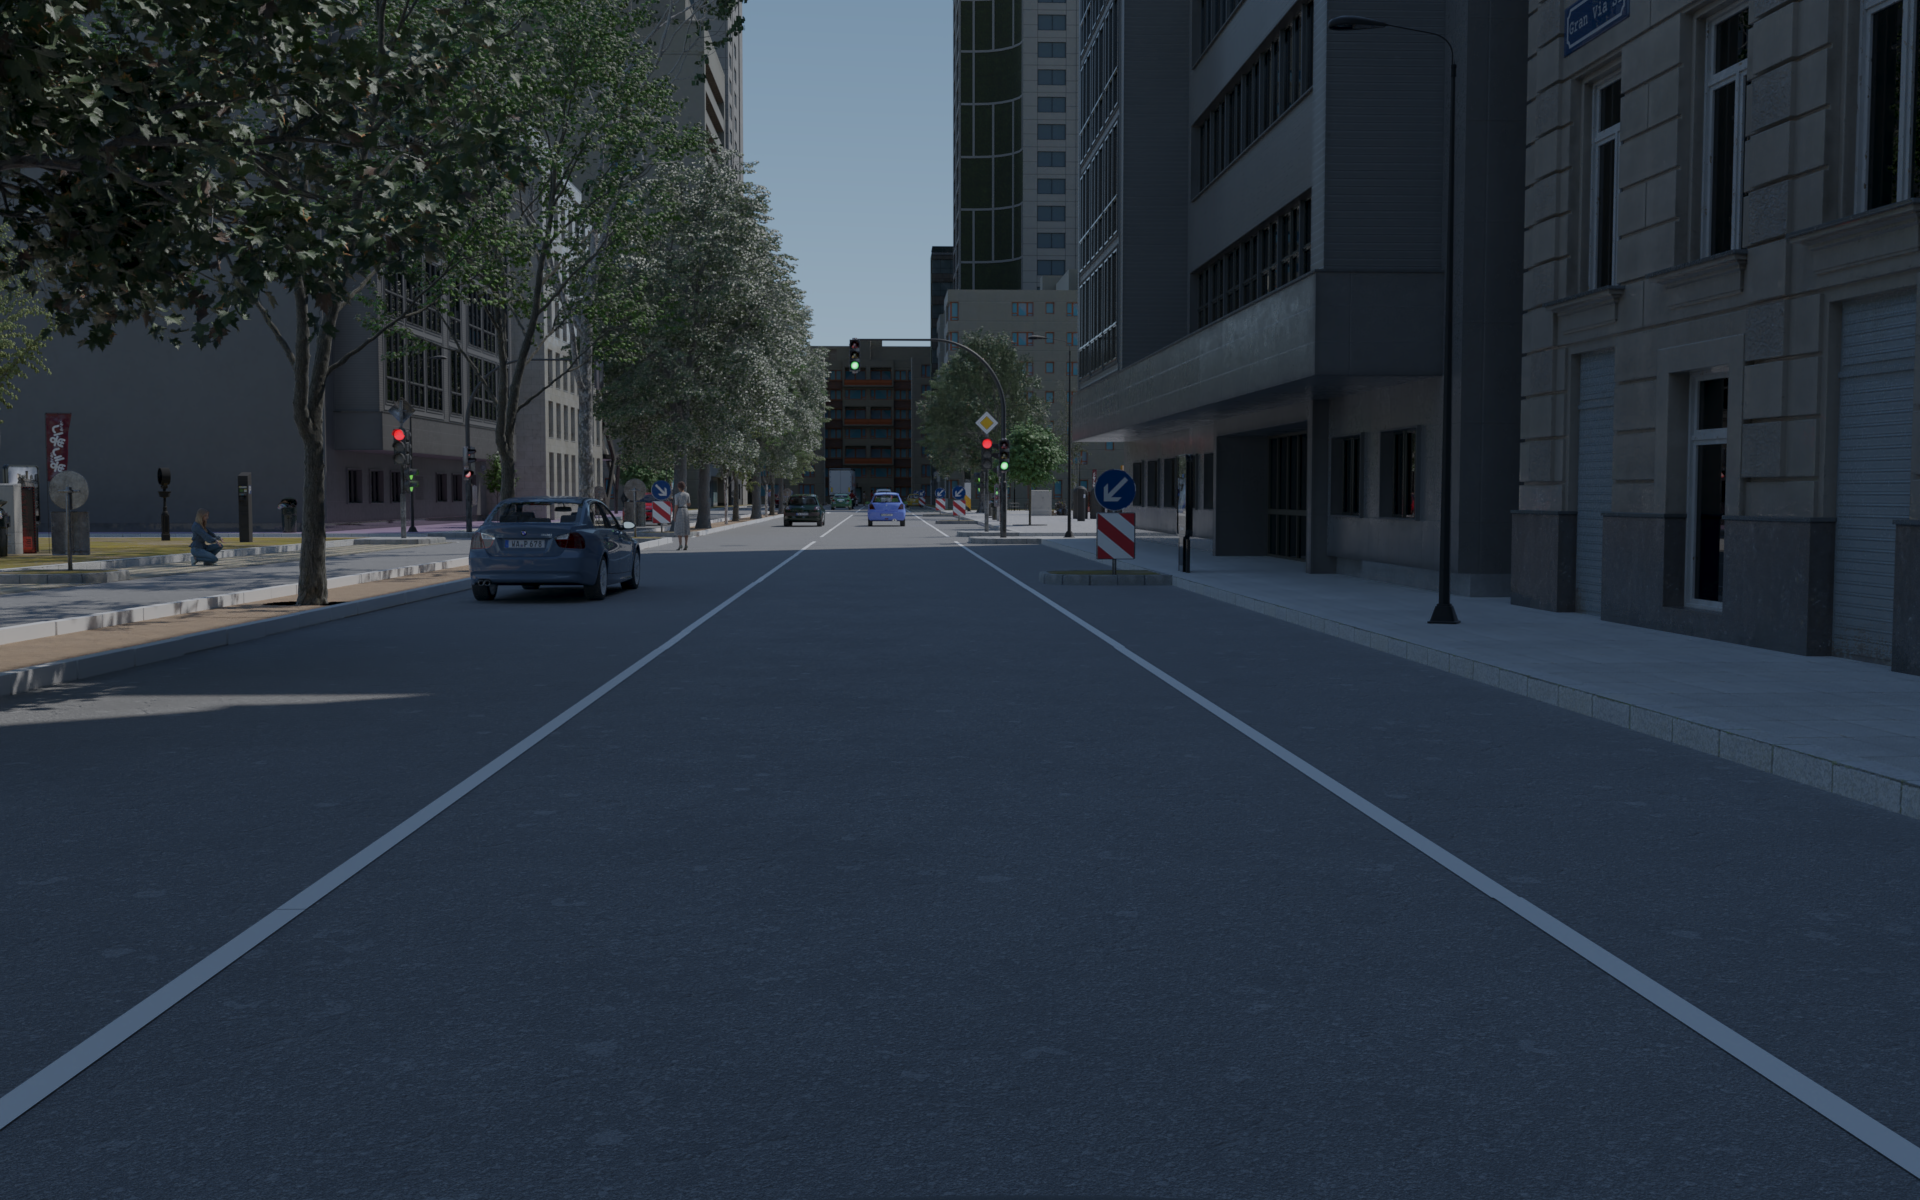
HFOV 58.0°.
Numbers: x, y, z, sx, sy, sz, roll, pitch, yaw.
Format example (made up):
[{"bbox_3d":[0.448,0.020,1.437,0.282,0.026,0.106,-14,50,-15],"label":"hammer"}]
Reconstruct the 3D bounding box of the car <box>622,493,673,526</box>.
[{"bbox_3d":[-14.345,-4.318,79.642,2.155,1.783,4.494,0,4,-1],"label":"car"}]

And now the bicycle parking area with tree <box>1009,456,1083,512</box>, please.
[{"bbox_3d":[6.453,-8.774,130.460,8.231,4.147,9.016,2,4,35],"label":"bicycle parking area with tree"}]

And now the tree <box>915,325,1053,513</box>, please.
[{"bbox_3d":[1.578,-12.286,117.888,9.611,12.733,9.660,0,3,0],"label":"tree"}]

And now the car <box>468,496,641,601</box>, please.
[{"bbox_3d":[-5.698,-0.771,24.616,2.014,1.417,4.499,0,4,-1],"label":"car"}]

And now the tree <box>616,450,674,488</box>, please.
[{"bbox_3d":[-23.009,-9.002,130.896,4.285,4.588,4.351,0,3,0],"label":"tree"}]

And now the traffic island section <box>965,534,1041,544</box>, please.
[{"bbox_3d":[1.287,-1.754,50.961,2.009,0.180,2.903,0,4,-3],"label":"traffic island section"}]

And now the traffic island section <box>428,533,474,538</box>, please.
[{"bbox_3d":[-16.497,-2.195,58.161,2.009,0.180,2.903,0,4,-3],"label":"traffic island section"}]

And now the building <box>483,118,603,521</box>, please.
[{"bbox_3d":[-25.366,-14.423,90.559,10.420,20.320,16.860,0,4,-3],"label":"building"}]

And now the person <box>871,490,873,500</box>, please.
[{"bbox_3d":[-8.311,-9.544,164.483,0.705,1.831,1.348,0,4,-6],"label":"person"}]

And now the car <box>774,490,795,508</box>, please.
[{"bbox_3d":[-17.818,-10.316,177.337,2.281,1.827,5.304,0,4,-2],"label":"car"}]

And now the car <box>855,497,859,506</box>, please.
[{"bbox_3d":[-13.098,-11.909,207.075,2.083,1.381,4.827,0,4,-3],"label":"car"}]

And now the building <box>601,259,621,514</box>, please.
[{"bbox_3d":[-29.884,-14.673,107.350,16.820,18.784,16.811,0,4,-3],"label":"building"}]

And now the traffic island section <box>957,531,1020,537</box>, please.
[{"bbox_3d":[0.927,-2.242,58.938,2.009,0.180,2.903,0,4,-3],"label":"traffic island section"}]

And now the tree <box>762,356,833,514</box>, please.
[{"bbox_3d":[-12.885,-12.416,123.579,7.486,12.596,7.792,0,3,0],"label":"tree"}]

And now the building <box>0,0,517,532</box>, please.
[{"bbox_3d":[-27.426,-16.872,69.366,14.314,27.812,24.014,0,4,-3],"label":"building"}]

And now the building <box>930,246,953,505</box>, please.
[{"bbox_3d":[3.488,-26.379,202.999,14.160,30.474,14.107,0,4,-3],"label":"building"}]

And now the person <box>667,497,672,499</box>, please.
[{"bbox_3d":[-19.231,-6.410,113.859,0.519,1.759,0.362,1,4,13],"label":"person"}]

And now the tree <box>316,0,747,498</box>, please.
[{"bbox_3d":[-10.526,-11.308,43.234,12.611,20.169,13.585,0,3,0],"label":"tree"}]

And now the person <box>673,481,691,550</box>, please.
[{"bbox_3d":[-7.113,-2.145,44.144,0.480,1.755,0.524,-3,5,-41],"label":"person"}]

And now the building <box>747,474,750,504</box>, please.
[{"bbox_3d":[-42.122,-23.533,229.805,28.899,21.520,27.650,0,4,-3],"label":"building"}]

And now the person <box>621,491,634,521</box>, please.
[{"bbox_3d":[-13.509,-3.848,70.780,0.474,1.900,0.648,2,4,28],"label":"person"}]

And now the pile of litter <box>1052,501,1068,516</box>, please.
[{"bbox_3d":[5.695,-5.397,102.207,1.719,0.858,1.176,-1,4,-19],"label":"pile of litter"}]

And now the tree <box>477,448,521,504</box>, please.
[{"bbox_3d":[-19.080,-4.701,71.460,1.663,3.219,1.824,0,3,0],"label":"tree"}]

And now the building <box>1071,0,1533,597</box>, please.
[{"bbox_3d":[10.980,-13.260,35.870,14.314,24.678,30.058,0,4,-3],"label":"building"}]

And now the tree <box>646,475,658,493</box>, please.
[{"bbox_3d":[-21.982,-7.936,124.355,1.663,3.219,1.824,0,3,0],"label":"tree"}]

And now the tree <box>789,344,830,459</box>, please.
[{"bbox_3d":[-11.512,-9.852,89.289,9.928,11.665,9.643,0,3,0],"label":"tree"}]

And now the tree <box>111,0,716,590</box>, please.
[{"bbox_3d":[-8.336,-6.337,31.819,9.928,11.665,9.643,0,3,0],"label":"tree"}]

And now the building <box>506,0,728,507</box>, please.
[{"bbox_3d":[-34.783,-33.502,171.452,21.300,48.544,21.600,0,4,-3],"label":"building"}]

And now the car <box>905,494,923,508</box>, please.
[{"bbox_3d":[-4.788,-10.480,181.564,2.015,1.641,3.980,0,4,-3],"label":"car"}]

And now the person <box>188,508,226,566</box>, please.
[{"bbox_3d":[-14.956,-1.257,34.554,0.738,1.151,1.012,0,4,-5],"label":"person"}]

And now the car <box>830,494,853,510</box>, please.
[{"bbox_3d":[-10.647,-8.800,155.675,2.131,1.459,4.920,0,4,-2],"label":"car"}]

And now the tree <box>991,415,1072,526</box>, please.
[{"bbox_3d":[2.930,-5.323,70.748,4.285,4.588,4.351,0,3,0],"label":"tree"}]

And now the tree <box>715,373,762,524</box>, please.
[{"bbox_3d":[-10.943,-7.838,80.965,4.737,8.622,4.395,0,3,0],"label":"tree"}]

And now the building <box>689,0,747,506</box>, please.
[{"bbox_3d":[-35.621,-46.421,197.236,20.611,71.187,20.563,0,4,-3],"label":"building"}]

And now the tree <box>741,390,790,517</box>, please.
[{"bbox_3d":[-12.070,-9.473,107.699,4.360,8.622,3.978,0,3,0],"label":"tree"}]

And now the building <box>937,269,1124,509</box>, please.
[{"bbox_3d":[12.125,-19.360,161.582,27.650,21.520,28.899,0,4,-3],"label":"building"}]

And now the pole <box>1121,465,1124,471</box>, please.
[{"bbox_3d":[11.525,-7.907,123.128,0.158,3.312,0.155,0,3,0],"label":"pole"}]

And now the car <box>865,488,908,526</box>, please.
[{"bbox_3d":[-3.313,-4.179,77.910,1.945,1.707,3.694,0,4,-3],"label":"car"}]

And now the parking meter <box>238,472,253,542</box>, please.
[{"bbox_3d":[-19.017,-2.469,46.081,0.255,1.863,0.399,0,4,-6],"label":"parking meter"}]

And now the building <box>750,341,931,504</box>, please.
[{"bbox_3d":[-12.177,-23.617,231.173,28.899,21.520,27.650,0,4,-3],"label":"building"}]

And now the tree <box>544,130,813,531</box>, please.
[{"bbox_3d":[-10.070,-9.330,61.651,9.857,13.997,8.962,0,3,0],"label":"tree"}]

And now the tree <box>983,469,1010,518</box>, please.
[{"bbox_3d":[1.795,-6.035,93.267,1.663,3.219,1.824,0,3,0],"label":"tree"}]

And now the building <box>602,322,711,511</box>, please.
[{"bbox_3d":[-36.534,-18.467,146.971,27.650,21.520,28.899,0,4,-3],"label":"building"}]

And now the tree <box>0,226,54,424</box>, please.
[{"bbox_3d":[-25.657,-5.810,45.363,4.737,8.622,4.395,0,3,0],"label":"tree"}]

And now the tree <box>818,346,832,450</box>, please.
[{"bbox_3d":[-11.824,-11.674,99.976,9.857,13.997,8.962,0,3,0],"label":"tree"}]

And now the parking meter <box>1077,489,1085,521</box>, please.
[{"bbox_3d":[5.706,-4.473,81.540,0.372,1.533,0.369,0,3,0],"label":"parking meter"}]

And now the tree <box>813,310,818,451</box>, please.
[{"bbox_3d":[-10.672,-9.936,71.572,9.857,13.997,8.962,0,3,0],"label":"tree"}]

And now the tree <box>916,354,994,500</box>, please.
[{"bbox_3d":[-0.150,-13.582,140.186,7.486,12.596,7.792,0,3,0],"label":"tree"}]

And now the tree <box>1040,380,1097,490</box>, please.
[{"bbox_3d":[7.035,-9.713,109.168,4.360,8.622,3.978,0,3,0],"label":"tree"}]

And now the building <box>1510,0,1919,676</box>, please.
[{"bbox_3d":[12.572,-12.856,7.461,12.463,27.353,25.104,0,4,-3],"label":"building"}]

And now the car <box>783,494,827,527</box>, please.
[{"bbox_3d":[-6.943,-4.133,77.360,2.009,1.686,4.222,0,4,-2],"label":"car"}]

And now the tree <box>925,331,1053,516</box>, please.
[{"bbox_3d":[1.525,-10.118,99.838,8.767,10.594,7.601,2,4,31],"label":"tree"}]

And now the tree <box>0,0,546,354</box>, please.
[{"bbox_3d":[-8.141,-5.654,11.915,9.611,12.733,9.660,0,3,0],"label":"tree"}]

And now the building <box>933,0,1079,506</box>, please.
[{"bbox_3d":[7.664,-45.648,184.600,20.563,71.187,20.611,0,4,-3],"label":"building"}]

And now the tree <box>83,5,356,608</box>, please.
[{"bbox_3d":[-8.211,-5.724,21.805,9.928,11.665,9.643,0,3,0],"label":"tree"}]

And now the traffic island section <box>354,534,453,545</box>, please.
[{"bbox_3d":[-16.137,-1.707,50.184,2.009,0.180,2.903,0,4,-3],"label":"traffic island section"}]

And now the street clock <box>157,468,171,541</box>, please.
[{"bbox_3d":[-21.835,-2.629,47.555,0.358,2.002,0.471,-3,5,-40],"label":"street clock"}]
